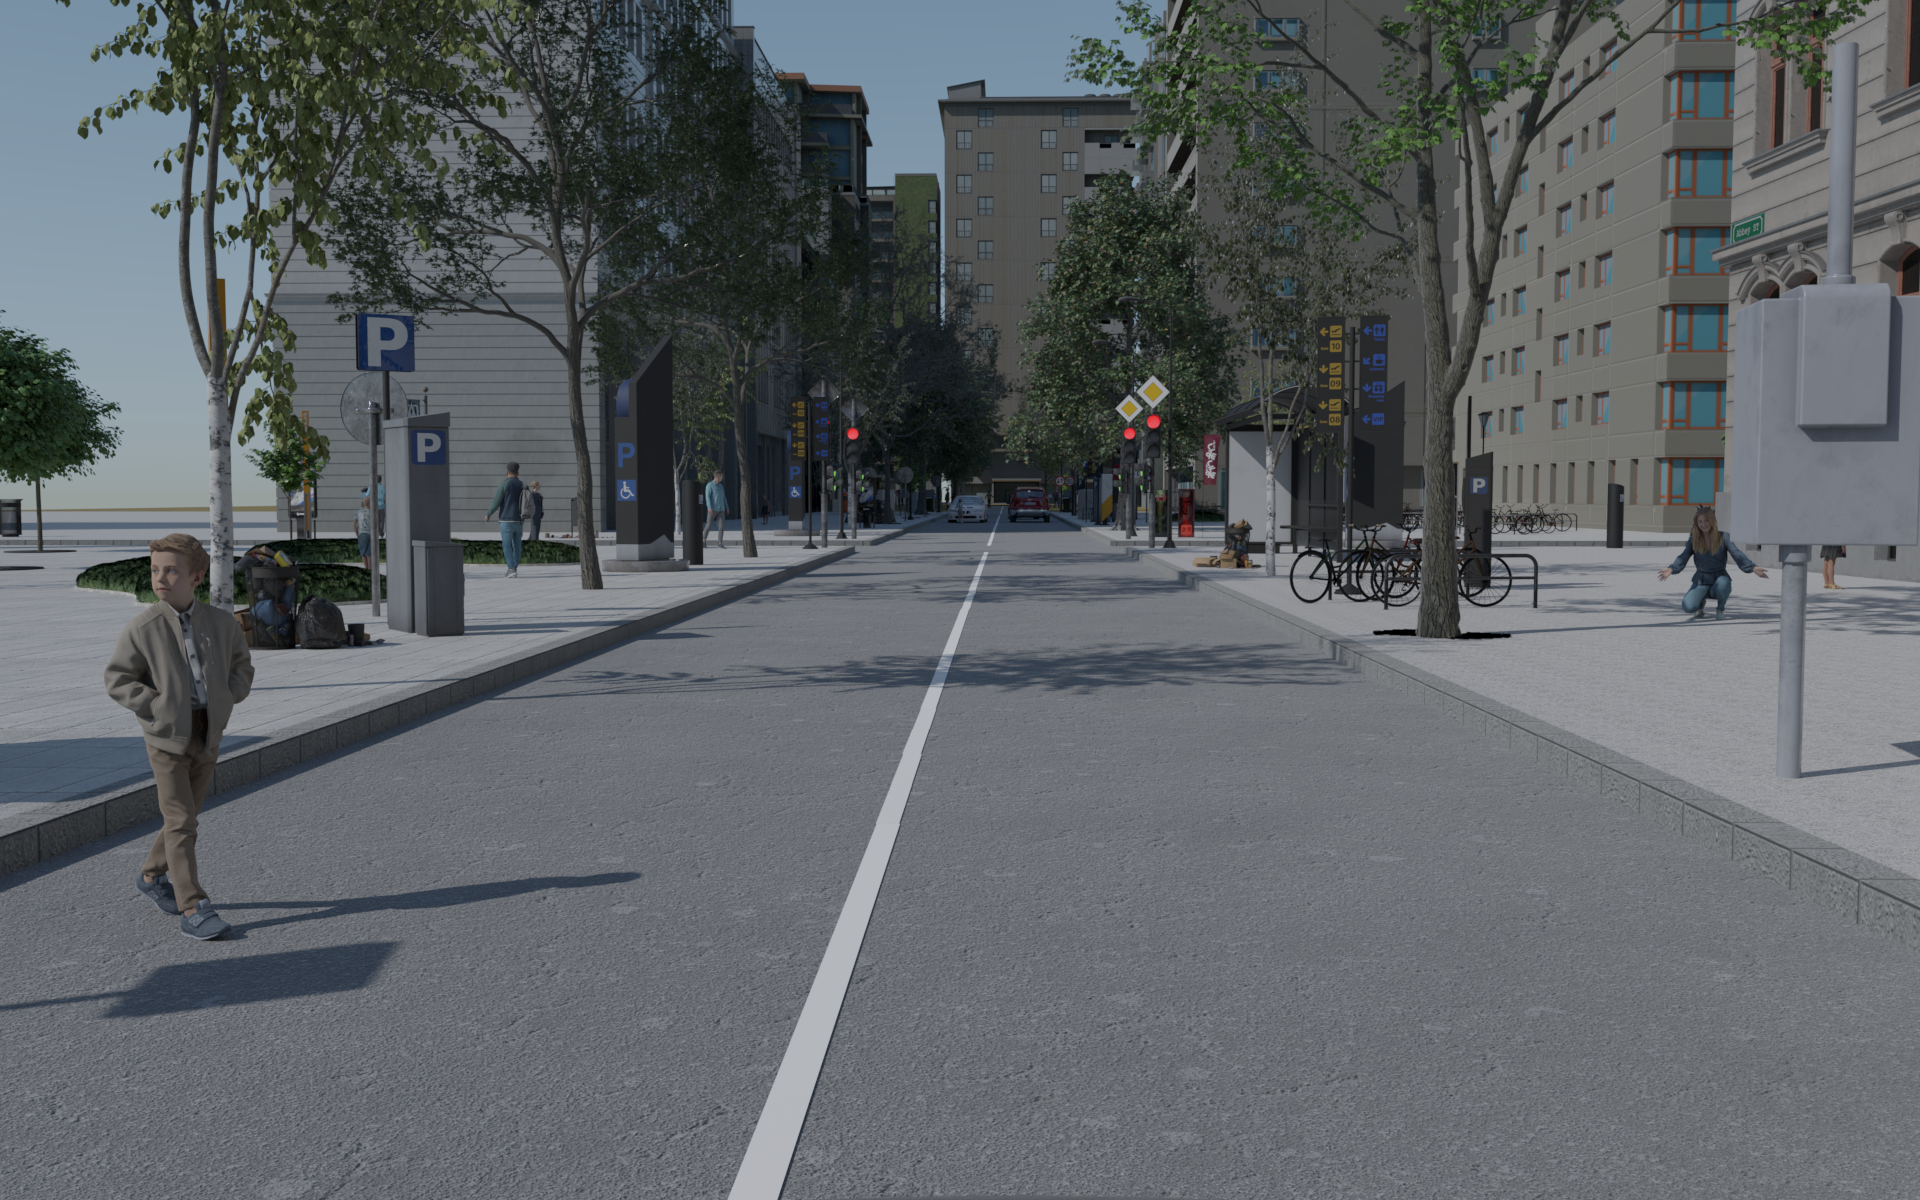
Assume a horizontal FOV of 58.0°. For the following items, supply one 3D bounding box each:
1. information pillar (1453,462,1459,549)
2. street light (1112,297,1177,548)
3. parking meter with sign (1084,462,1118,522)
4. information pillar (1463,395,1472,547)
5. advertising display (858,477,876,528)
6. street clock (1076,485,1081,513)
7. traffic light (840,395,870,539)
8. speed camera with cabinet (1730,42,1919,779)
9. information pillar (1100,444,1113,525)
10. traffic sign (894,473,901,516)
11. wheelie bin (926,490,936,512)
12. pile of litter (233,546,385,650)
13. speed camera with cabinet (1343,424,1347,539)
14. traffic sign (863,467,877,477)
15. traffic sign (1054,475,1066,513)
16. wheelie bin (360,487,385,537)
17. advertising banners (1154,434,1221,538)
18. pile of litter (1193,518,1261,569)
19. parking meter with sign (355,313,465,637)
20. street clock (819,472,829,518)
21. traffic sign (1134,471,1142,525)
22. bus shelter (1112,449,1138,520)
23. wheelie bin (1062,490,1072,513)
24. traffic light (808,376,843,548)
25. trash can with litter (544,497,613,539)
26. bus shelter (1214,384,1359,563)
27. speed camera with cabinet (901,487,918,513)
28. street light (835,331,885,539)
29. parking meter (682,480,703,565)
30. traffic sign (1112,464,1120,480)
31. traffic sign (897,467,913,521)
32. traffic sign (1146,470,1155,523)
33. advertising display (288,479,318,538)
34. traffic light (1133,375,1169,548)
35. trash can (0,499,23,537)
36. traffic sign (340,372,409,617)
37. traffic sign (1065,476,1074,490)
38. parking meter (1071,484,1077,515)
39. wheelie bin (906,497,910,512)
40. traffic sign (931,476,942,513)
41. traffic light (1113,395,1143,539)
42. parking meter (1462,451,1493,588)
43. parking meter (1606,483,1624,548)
[{"bbox_3d":[11.160,-2.145,39.561,0.304,2.012,0.304,-1,4,-22],"label":"information pillar"},{"bbox_3d":[4.426,-4.181,40.897,1.470,5.913,1.316,0,4,2],"label":"street light"},{"bbox_3d":[6.467,-5.028,78.469,1.738,3.016,0.543,-1,4,-22],"label":"parking meter with sign"},{"bbox_3d":[12.153,-3.061,41.408,0.183,3.616,0.504,1,4,14],"label":"information pillar"},{"bbox_3d":[-3.520,-3.693,65.590,0.123,1.923,0.974,-3,5,-41],"label":"advertising display"},{"bbox_3d":[7.882,-6.728,114.565,0.358,2.002,0.471,-3,4,-38],"label":"street clock"},{"bbox_3d":[-2.998,-3.689,49.237,0.839,4.253,0.868,0,4,2],"label":"traffic light"},{"bbox_3d":[4.610,-0.821,7.755,2.038,3.252,0.660,1,4,12],"label":"speed camera with cabinet"},{"bbox_3d":[6.014,-4.871,70.991,0.504,3.616,0.183,-2,4,-26],"label":"information pillar"},{"bbox_3d":[-3.443,-6.111,100.023,0.768,2.556,0.104,0,4,2],"label":"traffic sign"},{"bbox_3d":[-2.163,-7.111,124.167,0.980,1.594,0.693,1,4,11],"label":"wheelie bin"},{"bbox_3d":[-5.793,-0.037,14.571,1.719,0.858,1.176,0,3,0],"label":"pile of litter"},{"bbox_3d":[10.300,-3.311,48.471,2.038,3.252,0.660,-2,4,-27],"label":"speed camera with cabinet"},{"bbox_3d":[-4.335,-5.025,82.262,0.768,2.556,0.104,0,4,6],"label":"traffic sign"},{"bbox_3d":[6.812,-7.207,117.937,0.768,2.556,0.104,0,4,3],"label":"traffic sign"},{"bbox_3d":[-17.116,-2.605,50.501,0.693,1.594,0.980,-1,4,-16],"label":"wheelie bin"},{"bbox_3d":[6.652,-3.356,51.064,2.074,3.025,0.090,1,4,16],"label":"advertising banners"},{"bbox_3d":[4.659,-1.002,30.341,1.176,0.858,1.719,0,4,1],"label":"pile of litter"},{"bbox_3d":[-5.104,-1.221,16.221,0.543,3.016,1.738,-2,4,-35],"label":"parking meter with sign"},{"bbox_3d":[-4.353,-3.123,55.624,0.358,2.002,0.471,-1,4,-14],"label":"street clock"},{"bbox_3d":[7.253,-4.385,71.798,0.768,2.556,0.104,1,4,9],"label":"traffic sign"},{"bbox_3d":[8.191,-6.007,89.503,1.731,3.624,6.357,0,4,1],"label":"bus shelter"},{"bbox_3d":[7.503,-6.880,120.397,0.980,1.594,0.693,2,4,31],"label":"wheelie bin"},{"bbox_3d":[-3.217,-3.201,41.255,0.839,4.253,0.868,0,4,2],"label":"traffic light"},{"bbox_3d":[-11.427,-2.419,50.612,2.233,1.210,1.678,1,4,12],"label":"trash can with litter"},{"bbox_3d":[6.419,-2.490,34.639,2.014,3.302,5.546,0,4,1],"label":"bus shelter"},{"bbox_3d":[-3.172,-7.529,117.429,0.660,3.252,2.038,2,4,35],"label":"speed camera with cabinet"},{"bbox_3d":[-2.843,-4.698,49.347,1.470,5.913,1.316,0,4,2],"label":"street light"},{"bbox_3d":[-4.836,-1.402,31.340,0.372,1.533,0.369,0,3,0],"label":"parking meter"},{"bbox_3d":[6.751,-4.433,72.585,0.768,2.556,0.104,1,4,10],"label":"traffic sign"},{"bbox_3d":[-2.562,-4.956,81.138,0.768,2.556,0.104,0,4,7],"label":"traffic sign"},{"bbox_3d":[8.329,-4.718,77.252,0.768,2.556,0.104,1,4,9],"label":"traffic sign"},{"bbox_3d":[-18.824,-2.714,49.587,0.974,1.923,0.123,1,4,21],"label":"advertising display"},{"bbox_3d":[4.541,-3.189,41.058,0.839,4.253,0.868,0,4,2],"label":"traffic light"},{"bbox_3d":[-28.409,-2.455,51.792,0.748,1.137,0.748,0,3,0],"label":"trash can"},{"bbox_3d":[-6.114,-1.099,18.068,0.768,2.556,0.104,1,4,10],"label":"traffic sign"},{"bbox_3d":[7.670,-7.414,121.325,0.768,2.556,0.104,0,4,6],"label":"traffic sign"},{"bbox_3d":[6.831,-5.990,103.643,0.255,1.863,0.399,1,4,17],"label":"parking meter"},{"bbox_3d":[-3.585,-7.086,123.766,0.693,1.594,0.980,2,4,26],"label":"wheelie bin"},{"bbox_3d":[-1.631,-7.291,119.314,0.768,2.556,0.104,0,4,4],"label":"traffic sign"},{"bbox_3d":[4.760,-3.677,49.041,0.839,4.253,0.868,0,4,2],"label":"traffic light"},{"bbox_3d":[7.093,-1.105,23.777,0.399,1.863,0.255,1,4,14],"label":"parking meter"},{"bbox_3d":[15.518,-1.994,41.006,0.372,1.533,0.369,0,3,0],"label":"parking meter"}]
